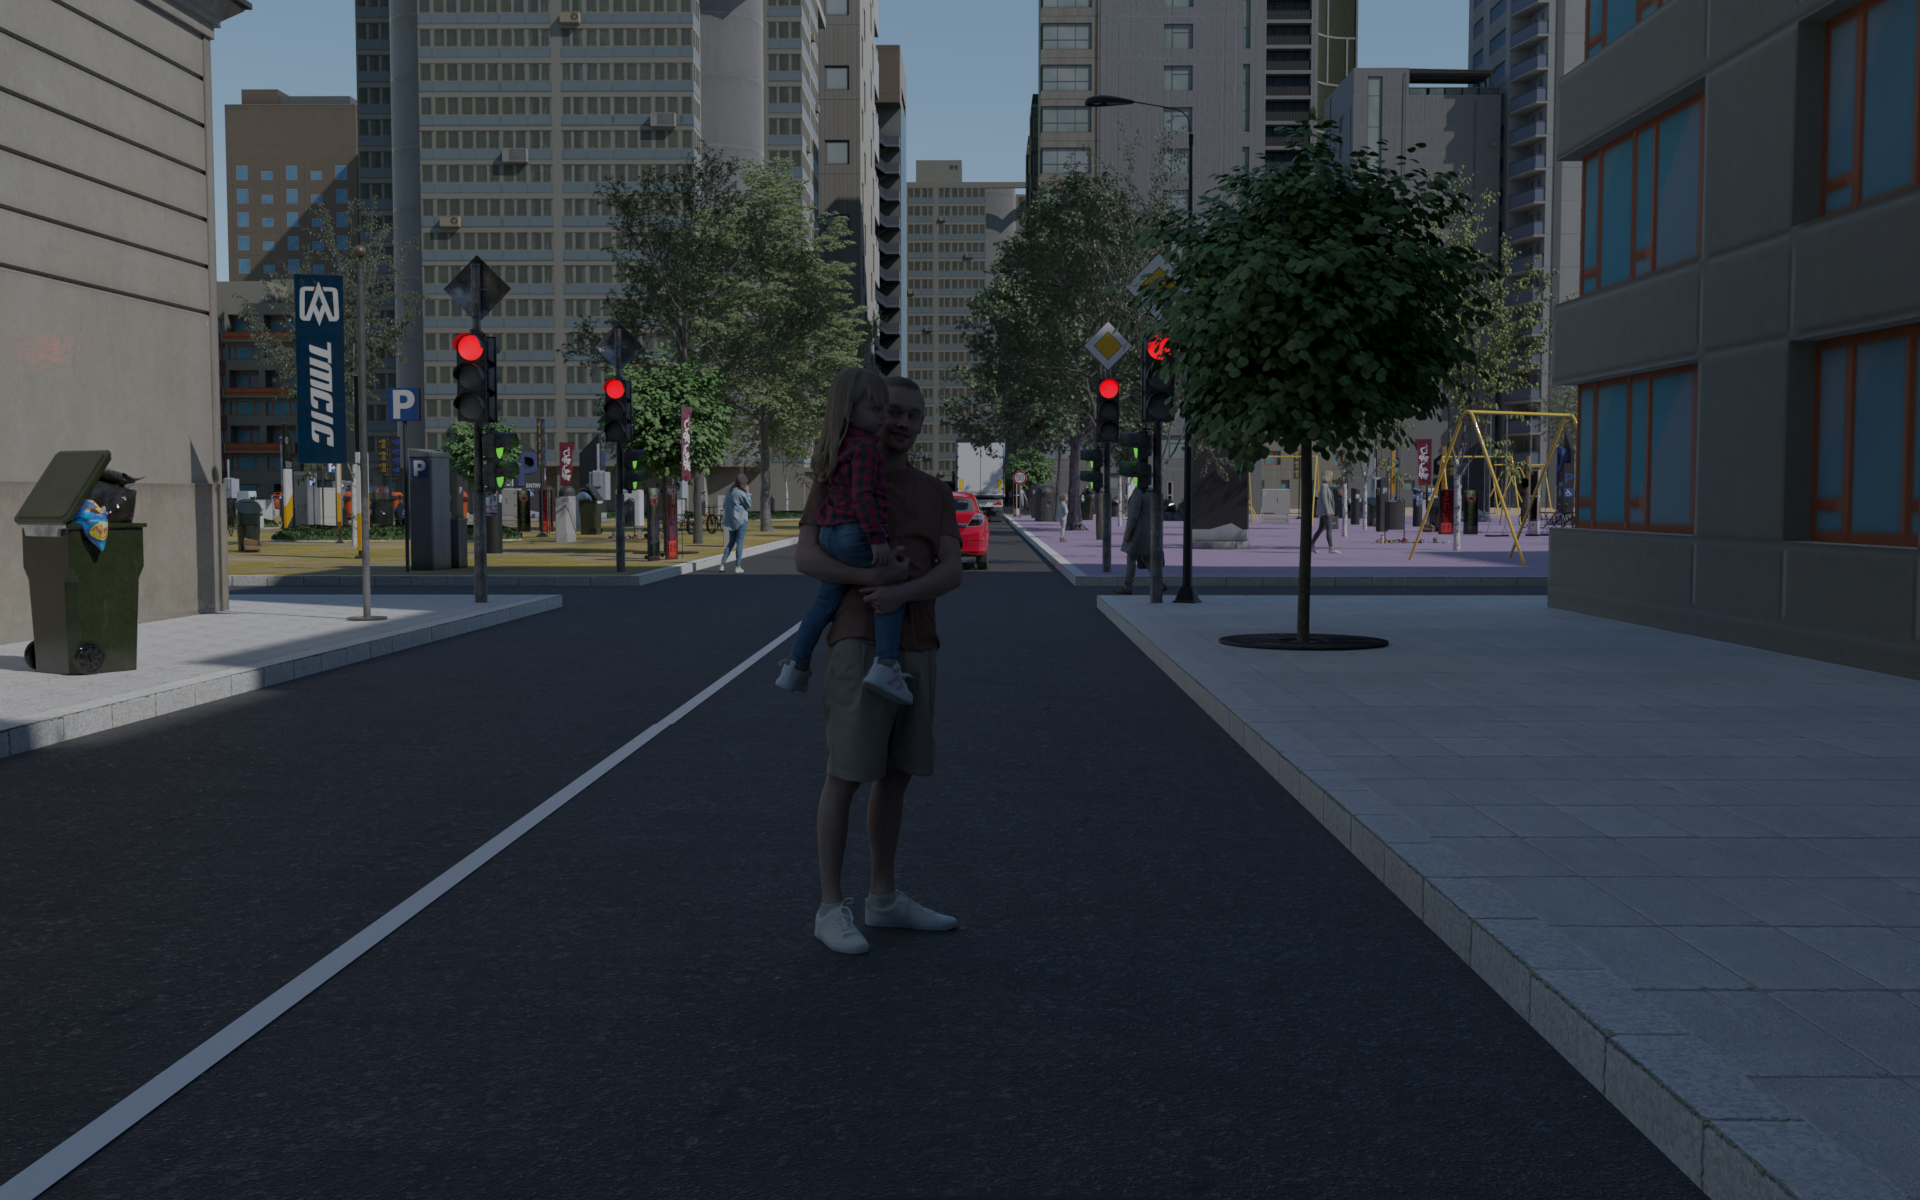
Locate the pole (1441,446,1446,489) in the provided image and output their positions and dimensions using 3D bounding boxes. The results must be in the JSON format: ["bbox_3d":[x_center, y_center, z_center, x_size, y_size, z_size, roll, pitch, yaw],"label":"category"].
[{"bbox_3d":[20.609,-4.891,73.808,0.158,3.312,0.155,0,3,0],"label":"pole"}]

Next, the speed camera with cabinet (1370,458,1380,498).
[{"bbox_3d":[23.103,-6.144,94.798,0.660,3.252,2.038,0,4,-8],"label":"speed camera with cabinet"}]

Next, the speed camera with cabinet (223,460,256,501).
[{"bbox_3d":[-41.235,-6.412,99.178,2.038,3.252,0.660,2,4,27],"label":"speed camera with cabinet"}]

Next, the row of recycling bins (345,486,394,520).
[{"bbox_3d":[-29.690,-4.889,87.045,1.069,1.692,3.534,1,4,14],"label":"row of recycling bins"}]

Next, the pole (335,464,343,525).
[{"bbox_3d":[-20.545,-3.878,57.247,0.158,3.312,0.155,0,3,0],"label":"pole"}]

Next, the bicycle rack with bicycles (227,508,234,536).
[{"bbox_3d":[-22.856,-2.379,52.275,2.852,0.926,2.925,-1,4,-19],"label":"bicycle rack with bicycles"}]

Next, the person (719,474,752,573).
[{"bbox_3d":[-4.115,-1.398,31.624,0.793,1.790,0.793,1,4,9],"label":"person"}]

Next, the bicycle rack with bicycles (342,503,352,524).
[{"bbox_3d":[-25.292,-3.615,72.494,2.925,0.926,2.852,-2,4,-25],"label":"bicycle rack with bicycles"}]

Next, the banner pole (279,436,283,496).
[{"bbox_3d":[-29.386,-5.200,75.038,0.401,3.779,0.863,-1,4,-21],"label":"banner pole"}]

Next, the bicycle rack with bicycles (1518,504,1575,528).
[{"bbox_3d":[22.657,-3.136,64.652,2.852,0.926,2.925,-1,4,-16],"label":"bicycle rack with bicycles"}]

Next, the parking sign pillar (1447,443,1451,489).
[{"bbox_3d":[26.092,-6.283,91.206,1.447,3.967,1.447,3,4,37],"label":"parking sign pillar"}]

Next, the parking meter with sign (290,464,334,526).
[{"bbox_3d":[-22.297,-3.840,59.052,1.738,3.016,0.543,2,4,30],"label":"parking meter with sign"}]

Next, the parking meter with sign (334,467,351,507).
[{"bbox_3d":[-34.188,-6.057,95.287,0.543,3.016,1.738,-3,5,-43],"label":"parking meter with sign"}]

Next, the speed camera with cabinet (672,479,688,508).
[{"bbox_3d":[-16.316,-6.328,97.804,2.038,3.252,0.660,2,4,34],"label":"speed camera with cabinet"}]

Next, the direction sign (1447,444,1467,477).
[{"bbox_3d":[22.634,-5.318,78.943,0.876,3.537,0.379,1,4,19],"label":"direction sign"}]

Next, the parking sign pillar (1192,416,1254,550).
[{"bbox_3d":[6.127,-3.192,40.664,1.447,3.967,1.447,1,4,13],"label":"parking sign pillar"}]

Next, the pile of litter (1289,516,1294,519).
[{"bbox_3d":[16.839,-4.719,91.124,1.719,0.858,1.176,2,4,29],"label":"pile of litter"}]

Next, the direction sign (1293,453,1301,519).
[{"bbox_3d":[17.299,-5.890,88.303,0.876,3.537,0.379,-3,4,-39],"label":"direction sign"}]

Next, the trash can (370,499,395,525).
[{"bbox_3d":[-17.292,-2.461,51.883,0.748,1.137,0.748,0,3,0],"label":"trash can"}]

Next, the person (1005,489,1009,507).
[{"bbox_3d":[4.681,-10.234,173.510,1.348,1.807,0.705,-2,4,-25],"label":"person"}]

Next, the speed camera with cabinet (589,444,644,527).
[{"bbox_3d":[-13.521,-4.518,68.210,2.038,3.252,0.660,1,4,9],"label":"speed camera with cabinet"}]

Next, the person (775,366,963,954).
[{"bbox_3d":[-0.287,0.180,5.539,0.573,1.828,0.580,1,4,9],"label":"person"}]

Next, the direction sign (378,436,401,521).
[{"bbox_3d":[-22.439,-4.657,68.132,0.876,3.537,0.379,0,4,2],"label":"direction sign"}]

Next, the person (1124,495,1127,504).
[{"bbox_3d":[8.618,-4.854,87.996,0.503,1.515,0.523,2,4,26],"label":"person"}]

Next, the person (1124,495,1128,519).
[{"bbox_3d":[8.678,-4.873,90.408,0.352,1.250,0.332,2,4,29],"label":"person"}]

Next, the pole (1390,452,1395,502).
[{"bbox_3d":[19.117,-5.061,76.596,0.158,3.312,0.155,0,3,0],"label":"pole"}]

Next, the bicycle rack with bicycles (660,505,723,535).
[{"bbox_3d":[-8.598,-2.617,56.175,2.852,0.926,2.925,3,4,37],"label":"bicycle rack with bicycles"}]

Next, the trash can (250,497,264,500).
[{"bbox_3d":[-36.829,-4.837,90.731,0.748,1.137,0.748,0,3,0],"label":"trash can"}]

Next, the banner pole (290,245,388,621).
[{"bbox_3d":[-6.265,-1.679,17.475,0.863,3.779,0.401,-1,4,-17],"label":"banner pole"}]

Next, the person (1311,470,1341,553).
[{"bbox_3d":[7.911,-1.916,37.547,0.728,1.800,0.709,1,4,17],"label":"person"}]

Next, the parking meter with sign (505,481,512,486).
[{"bbox_3d":[-26.499,-6.444,101.613,0.543,3.016,1.738,-1,4,-15],"label":"parking meter with sign"}]

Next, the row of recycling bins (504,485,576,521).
[{"bbox_3d":[-19.925,-4.574,81.900,3.534,1.692,1.069,0,4,-1],"label":"row of recycling bins"}]

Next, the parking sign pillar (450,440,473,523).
[{"bbox_3d":[-22.208,-5.371,76.290,1.447,3.967,1.447,3,4,38],"label":"parking sign pillar"}]

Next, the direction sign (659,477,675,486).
[{"bbox_3d":[-15.680,-6.103,91.783,0.876,3.537,0.379,-2,4,-34],"label":"direction sign"}]

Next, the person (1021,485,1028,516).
[{"bbox_3d":[3.523,-5.756,100.267,0.709,1.813,0.853,-2,4,-32],"label":"person"}]

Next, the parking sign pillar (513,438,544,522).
[{"bbox_3d":[-19.717,-5.544,79.110,1.447,3.967,1.447,-2,4,-34],"label":"parking sign pillar"}]

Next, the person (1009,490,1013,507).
[{"bbox_3d":[5.100,-10.077,171.741,0.436,1.711,0.756,2,4,27],"label":"person"}]

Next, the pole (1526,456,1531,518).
[{"bbox_3d":[30.466,-6.055,92.834,0.158,3.312,0.155,0,3,0],"label":"pole"}]

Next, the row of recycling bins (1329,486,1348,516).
[{"bbox_3d":[20.588,-5.412,95.604,1.069,1.692,3.534,0,4,-1],"label":"row of recycling bins"}]

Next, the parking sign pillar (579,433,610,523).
[{"bbox_3d":[-16.350,-5.422,77.117,1.447,3.967,1.447,3,4,36],"label":"parking sign pillar"}]

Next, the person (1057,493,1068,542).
[{"bbox_3d":[2.750,-2.189,46.114,0.394,1.301,0.425,-3,5,-45],"label":"person"}]

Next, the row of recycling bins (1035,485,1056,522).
[{"bbox_3d":[4.085,-4.590,82.162,1.069,1.692,3.534,0,4,8],"label":"row of recycling bins"}]

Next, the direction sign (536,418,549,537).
[{"bbox_3d":[-12.533,-3.661,51.861,0.379,3.537,0.876,0,3,0],"label":"direction sign"}]

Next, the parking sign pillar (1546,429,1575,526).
[{"bbox_3d":[24.838,-5.052,71.065,1.447,3.967,1.447,0,4,7],"label":"parking sign pillar"}]

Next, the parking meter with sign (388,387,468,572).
[{"bbox_3d":[-8.929,-2.018,29.252,0.543,3.016,1.738,1,4,12],"label":"parking meter with sign"}]

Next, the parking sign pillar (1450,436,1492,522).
[{"bbox_3d":[24.013,-5.633,80.578,1.447,3.967,1.447,-3,4,-39],"label":"parking sign pillar"}]

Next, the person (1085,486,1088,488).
[{"bbox_3d":[7.079,-5.511,96.694,0.362,1.759,0.519,3,5,43],"label":"person"}]

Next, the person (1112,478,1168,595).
[{"bbox_3d":[2.550,-0.974,24.524,0.767,1.812,0.694,2,4,35],"label":"person"}]
